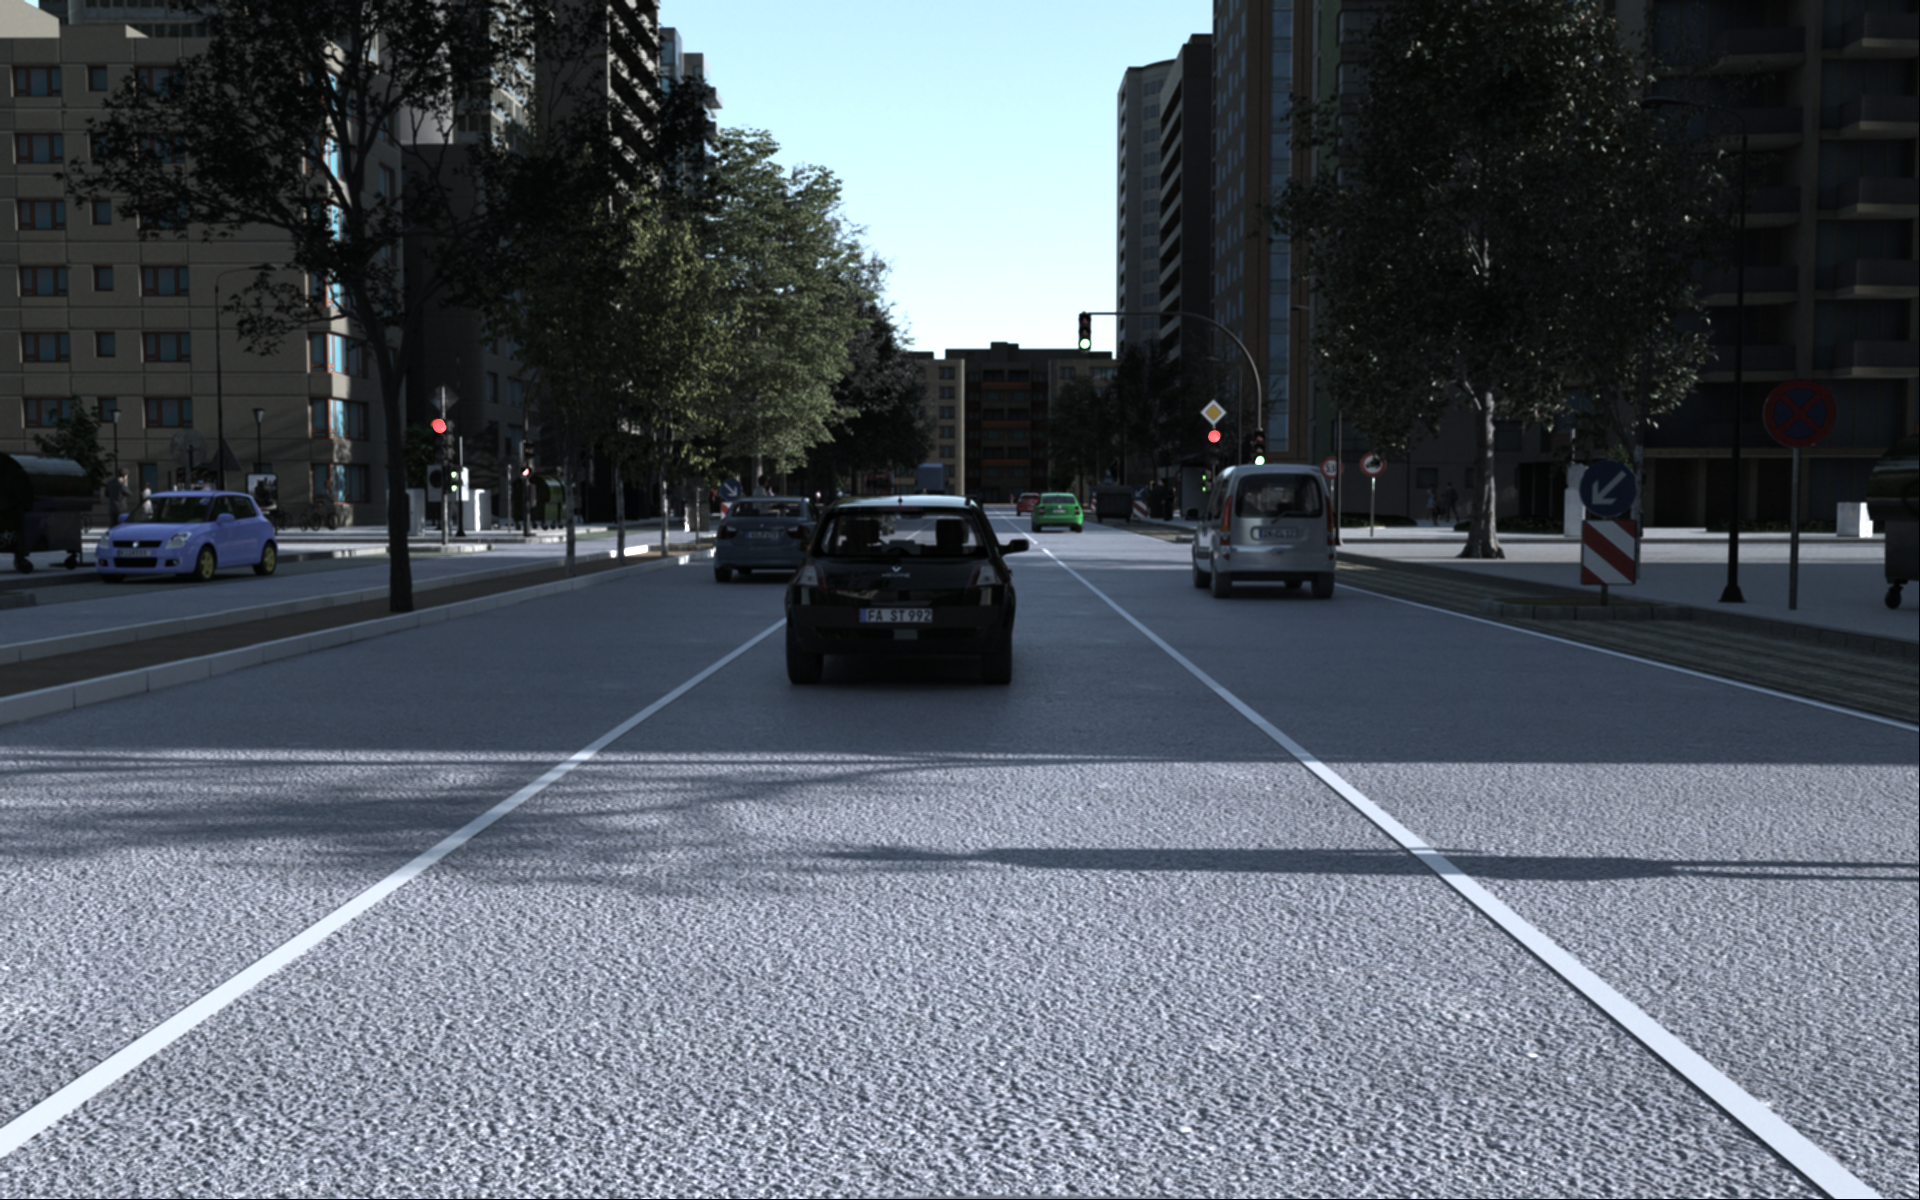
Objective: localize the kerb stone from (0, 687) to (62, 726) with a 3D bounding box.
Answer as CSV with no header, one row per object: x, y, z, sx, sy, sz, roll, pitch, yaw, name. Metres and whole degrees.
-5.980,0.681,11.056,0.120,0.150,1.000,0,4,0,kerb stone

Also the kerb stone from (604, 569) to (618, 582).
-5.833,-0.384,28.472,0.120,0.150,1.000,0,4,0,kerb stone

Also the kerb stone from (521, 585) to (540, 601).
-5.883,-0.070,23.352,0.120,0.150,1.000,0,4,0,kerb stone

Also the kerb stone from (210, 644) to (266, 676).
-5.952,0.498,14.130,0.120,0.150,1.000,0,4,0,kerb stone

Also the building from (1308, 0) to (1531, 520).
25.910,-25.017,92.620,14.154,41.232,14.086,0,4,0,building

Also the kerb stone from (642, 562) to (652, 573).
-5.807,-0.570,31.538,0.120,0.150,1.000,0,4,0,kerb stone

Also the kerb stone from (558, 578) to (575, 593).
-5.863,-0.196,25.395,0.120,0.150,1.000,0,4,0,kerb stone

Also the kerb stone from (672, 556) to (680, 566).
-5.786,-0.759,34.607,0.120,0.150,1.000,0,4,0,kerb stone

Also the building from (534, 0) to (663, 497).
-36.228,-31.406,137.192,21.300,48.544,21.600,0,4,0,building

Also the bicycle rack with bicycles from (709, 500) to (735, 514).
-15.174,-6.141,113.781,2.925,0.926,2.852,-1,4,-10,bicycle rack with bicycles

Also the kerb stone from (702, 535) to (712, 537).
-7.736,-1.861,52.628,0.120,0.150,1.000,0,4,0,kerb stone

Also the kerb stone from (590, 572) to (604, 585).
-5.842,-0.321,27.446,0.120,0.150,1.000,0,4,0,kerb stone

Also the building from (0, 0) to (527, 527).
-37.693,-14.394,80.386,27.650,21.520,28.899,0,4,0,building

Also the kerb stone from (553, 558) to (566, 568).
-7.892,-0.702,33.702,0.120,0.150,1.000,0,4,0,kerb stone

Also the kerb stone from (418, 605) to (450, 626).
-5.911,0.181,19.250,0.120,0.150,1.000,0,4,0,kerb stone

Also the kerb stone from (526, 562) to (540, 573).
-7.910,-0.576,31.654,0.120,0.150,1.000,0,4,0,kerb stone

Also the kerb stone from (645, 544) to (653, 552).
-7.811,-1.267,42.906,0.120,0.150,1.000,0,4,0,kerb stone

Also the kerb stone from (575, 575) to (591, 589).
-5.848,-0.259,26.424,0.120,0.150,1.000,0,4,0,kerb stone

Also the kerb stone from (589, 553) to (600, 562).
-7.871,-0.890,36.768,0.120,0.150,1.000,0,4,0,kerb stone

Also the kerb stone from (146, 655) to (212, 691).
-5.959,0.556,13.107,0.120,0.150,1.000,0,4,0,kerb stone

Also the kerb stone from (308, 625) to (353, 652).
-5.937,0.368,16.183,0.120,0.150,1.000,0,4,0,kerb stone

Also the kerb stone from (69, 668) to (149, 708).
-5.972,0.619,12.080,0.120,0.150,1.000,0,4,0,kerb stone

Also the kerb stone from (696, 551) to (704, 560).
-5.764,-0.947,37.686,0.120,0.150,1.000,0,4,0,kerb stone

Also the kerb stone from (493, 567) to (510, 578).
-7.930,-0.451,29.589,0.120,0.150,1.000,0,4,0,kerb stone

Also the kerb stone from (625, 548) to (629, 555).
-7.841,-1.079,39.838,0.120,0.150,1.000,0,4,0,kerb stone

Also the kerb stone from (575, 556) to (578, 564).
-7.889,-0.766,34.724,0.120,0.150,1.000,0,4,0,kerb stone

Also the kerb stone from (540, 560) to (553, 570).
-7.902,-0.641,32.675,0.120,0.150,1.000,0,4,0,kerb stone

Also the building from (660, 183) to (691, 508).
-32.533,-23.508,156.055,14.160,30.474,14.107,0,4,0,building

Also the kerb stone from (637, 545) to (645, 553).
-7.827,-1.204,41.884,0.120,0.150,1.000,0,4,0,kerb stone

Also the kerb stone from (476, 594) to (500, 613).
-5.890,0.057,21.306,0.120,0.150,1.000,0,4,0,kerb stone

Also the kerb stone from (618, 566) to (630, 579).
-5.828,-0.446,29.494,0.120,0.150,1.000,0,4,0,kerb stone

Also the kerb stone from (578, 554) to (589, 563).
-7.880,-0.829,35.746,0.120,0.150,1.000,0,4,0,kerb stone

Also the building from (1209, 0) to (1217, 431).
32.401,-44.038,158.270,20.563,71.187,20.611,0,4,0,building

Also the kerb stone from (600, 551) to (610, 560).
-7.852,-0.954,37.790,0.120,0.150,1.000,0,4,0,kerb stone

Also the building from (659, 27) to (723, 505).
-40.258,-34.219,179.089,30.456,49.044,23.786,0,4,0,building

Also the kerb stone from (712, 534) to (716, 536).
-7.724,-1.924,53.654,0.120,0.150,1.000,0,4,0,kerb stone

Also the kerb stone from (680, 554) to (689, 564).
-5.770,-0.820,35.639,0.120,0.150,1.000,0,4,0,kerb stone

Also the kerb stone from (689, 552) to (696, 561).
-5.774,-0.885,36.661,0.120,0.150,1.000,0,4,0,kerb stone

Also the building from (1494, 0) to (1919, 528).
38.854,-25.672,74.354,28.867,44.769,22.147,0,4,0,building

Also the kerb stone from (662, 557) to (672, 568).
-5.791,-0.697,33.584,0.120,0.150,1.000,0,4,0,kerb stone

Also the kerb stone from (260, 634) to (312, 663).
-5.944,0.431,15.153,0.120,0.150,1.000,0,4,0,kerb stone

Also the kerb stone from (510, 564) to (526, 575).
-7.913,-0.515,30.622,0.120,0.150,1.000,0,4,0,kerb stone

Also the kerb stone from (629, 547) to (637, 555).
-7.833,-1.142,40.860,0.120,0.150,1.000,0,4,0,kerb stone

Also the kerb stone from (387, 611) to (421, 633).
-5.924,0.249,18.229,0.120,0.150,1.000,0,4,0,kerb stone

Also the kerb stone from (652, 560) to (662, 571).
-5.800,-0.634,32.560,0.120,0.150,1.000,0,4,0,kerb stone

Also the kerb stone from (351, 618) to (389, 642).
-5.927,0.305,17.206,0.120,0.150,1.000,0,4,0,kerb stone

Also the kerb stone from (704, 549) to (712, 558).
-5.747,-1.010,38.708,0.120,0.150,1.000,0,4,0,kerb stone

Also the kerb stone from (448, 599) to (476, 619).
-5.896,0.120,20.272,0.120,0.150,1.000,0,4,0,kerb stone

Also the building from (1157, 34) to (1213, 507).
32.424,-34.026,180.028,21.300,48.544,21.600,0,4,0,building

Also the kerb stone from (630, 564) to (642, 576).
-5.810,-0.509,30.516,0.120,0.150,1.000,0,4,0,kerb stone

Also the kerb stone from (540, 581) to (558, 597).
-5.872,-0.133,24.373,0.120,0.150,1.000,0,4,0,kerb stone

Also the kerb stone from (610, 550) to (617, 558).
-7.849,-1.016,38.812,0.120,0.150,1.000,0,4,0,kerb stone

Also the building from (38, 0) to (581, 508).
-41.605,-25.832,114.231,32.217,40.220,23.993,0,4,0,building

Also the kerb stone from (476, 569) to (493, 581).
-7.936,-0.389,28.562,0.120,0.150,1.000,0,4,0,kerb stone

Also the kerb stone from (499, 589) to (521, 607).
-5.882,-0.008,22.328,0.120,0.150,1.000,0,4,0,kerb stone
